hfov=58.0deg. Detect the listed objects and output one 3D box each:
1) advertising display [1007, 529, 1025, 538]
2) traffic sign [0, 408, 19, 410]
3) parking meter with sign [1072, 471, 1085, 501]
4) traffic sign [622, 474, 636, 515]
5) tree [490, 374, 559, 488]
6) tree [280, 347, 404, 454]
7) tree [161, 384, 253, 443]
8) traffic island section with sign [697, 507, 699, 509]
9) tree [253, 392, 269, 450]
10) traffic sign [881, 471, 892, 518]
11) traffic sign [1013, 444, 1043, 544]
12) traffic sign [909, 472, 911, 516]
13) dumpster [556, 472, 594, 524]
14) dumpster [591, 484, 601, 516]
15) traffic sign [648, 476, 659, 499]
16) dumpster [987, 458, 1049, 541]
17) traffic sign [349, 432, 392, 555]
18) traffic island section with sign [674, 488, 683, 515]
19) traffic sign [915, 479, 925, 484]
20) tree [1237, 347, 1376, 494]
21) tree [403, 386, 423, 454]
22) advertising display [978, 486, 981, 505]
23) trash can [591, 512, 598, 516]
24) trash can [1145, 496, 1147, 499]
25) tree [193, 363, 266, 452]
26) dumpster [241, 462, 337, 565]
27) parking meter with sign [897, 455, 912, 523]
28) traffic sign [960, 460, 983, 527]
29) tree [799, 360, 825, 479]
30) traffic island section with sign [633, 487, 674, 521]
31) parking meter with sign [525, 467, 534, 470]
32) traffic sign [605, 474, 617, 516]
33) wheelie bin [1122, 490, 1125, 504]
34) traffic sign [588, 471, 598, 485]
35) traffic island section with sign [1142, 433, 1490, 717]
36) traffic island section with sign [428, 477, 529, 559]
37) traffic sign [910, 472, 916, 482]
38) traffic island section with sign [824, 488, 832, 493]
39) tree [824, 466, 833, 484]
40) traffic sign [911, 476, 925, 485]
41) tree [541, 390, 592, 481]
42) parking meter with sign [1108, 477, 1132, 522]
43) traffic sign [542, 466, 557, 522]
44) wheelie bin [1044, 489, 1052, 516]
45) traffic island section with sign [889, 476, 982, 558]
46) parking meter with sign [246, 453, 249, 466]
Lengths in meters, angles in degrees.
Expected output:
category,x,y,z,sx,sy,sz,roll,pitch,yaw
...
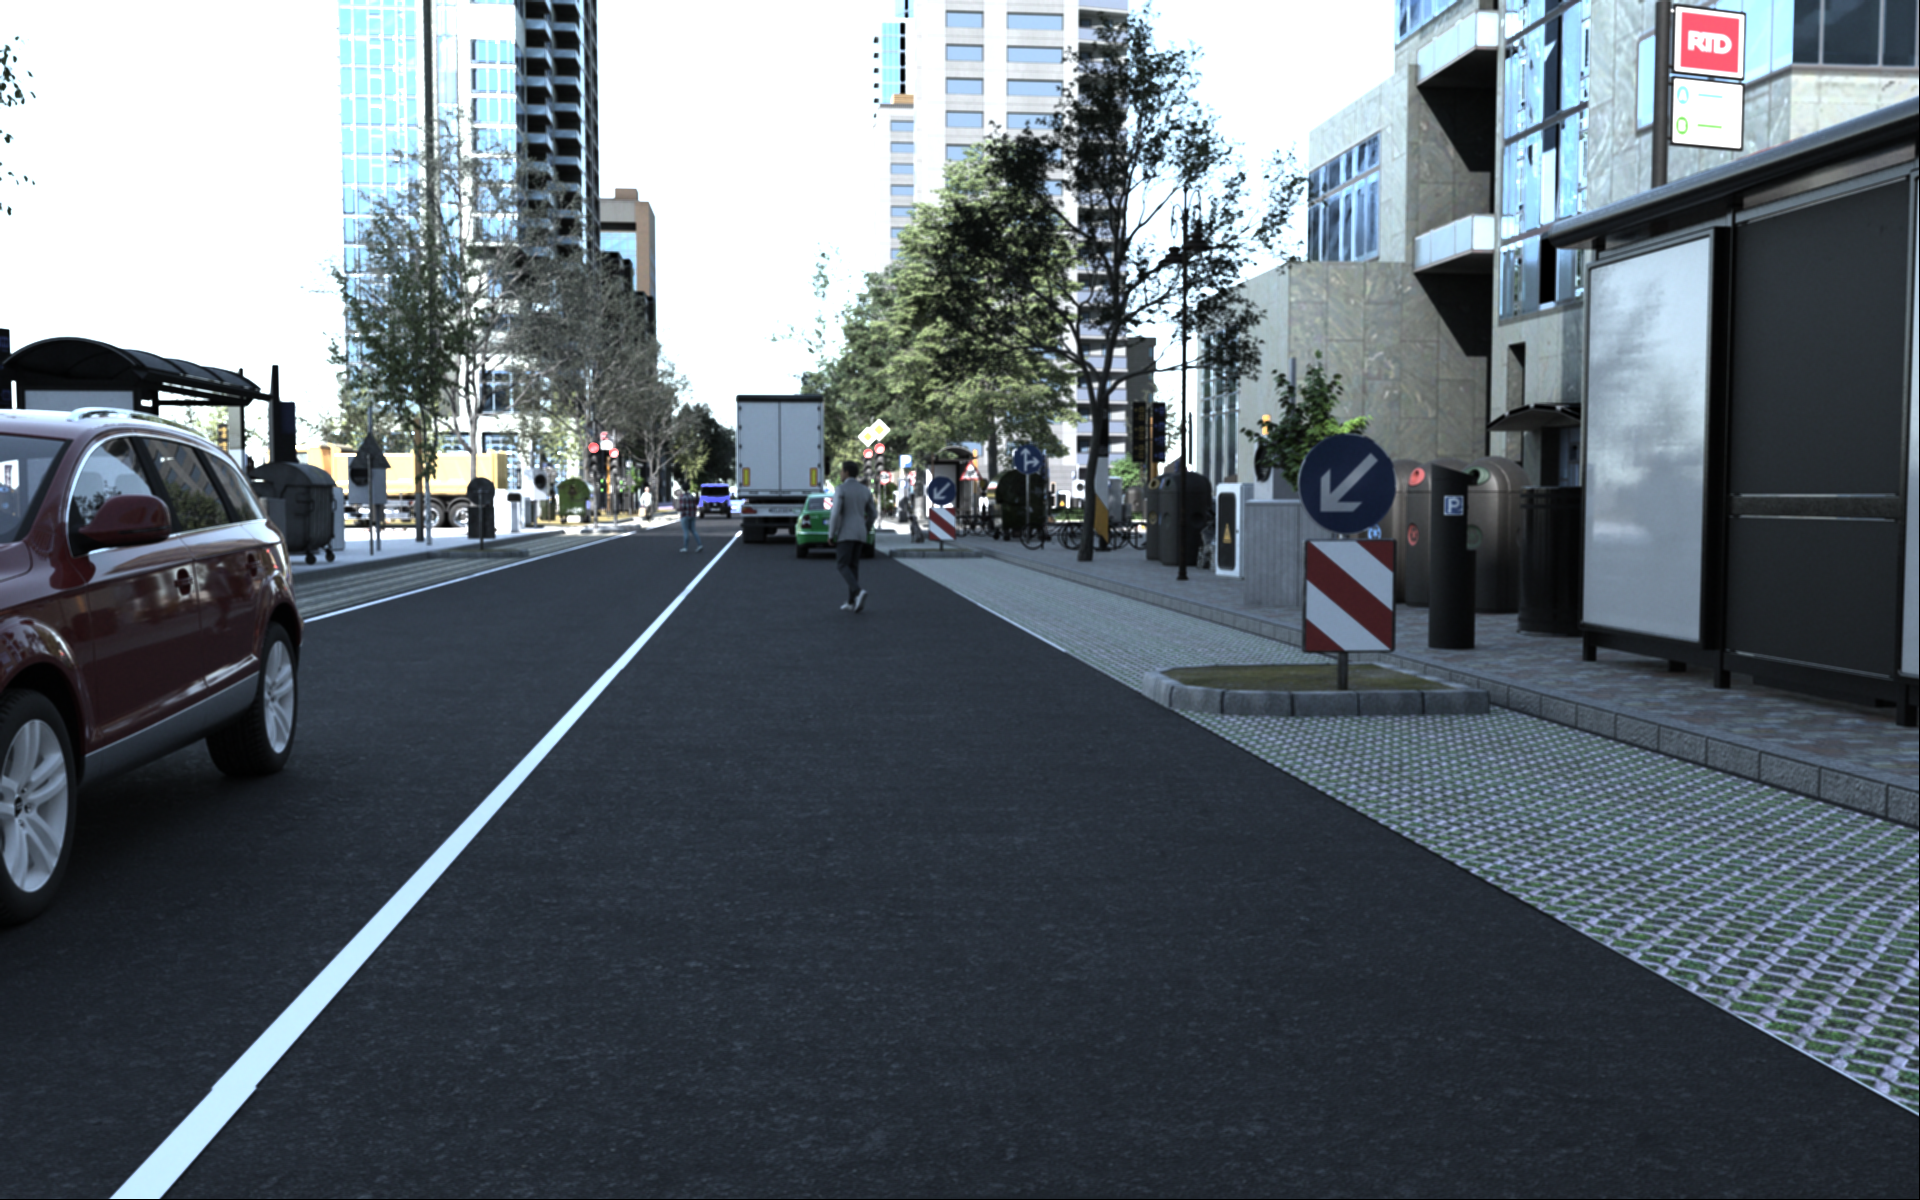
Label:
category,x,y,z,sx,sy,sz,roll,pitch,yaw
advertising display,1.646,-2.763,50.384,0.123,1.923,0.974,2,4,35
traffic sign,-11.498,-1.133,20.648,0.606,2.300,0.079,0,4,-6
parking meter with sign,9.560,-8.392,133.462,1.738,3.016,0.543,-1,4,-15
traffic sign,-20.261,-6.492,106.148,0.884,2.594,0.081,0,4,-5
tree,-24.351,-9.023,97.882,4.360,8.622,3.978,0,3,0
tree,-30.794,-8.271,85.588,4.360,8.622,3.978,0,3,0
tree,-45.907,-9.407,104.161,4.360,8.622,3.978,0,3,0
traffic island section with sign,-24.982,-9.959,171.461,1.989,1.847,2.006,0,4,-6
tree,-48.902,-10.649,124.473,4.360,8.622,3.978,0,3,0
traffic sign,-4.012,-5.646,92.414,0.768,2.556,0.104,0,4,2
traffic sign,1.749,-2.718,44.550,0.768,2.556,0.104,0,4,3
traffic sign,-2.912,-6.215,101.617,0.884,2.594,0.081,0,4,-2
dumpster,-16.839,-4.481,75.753,1.502,2.255,1.985,0,4,-6
dumpster,-21.441,-5.771,100.122,1.264,1.857,1.865,0,4,-6
traffic sign,-21.640,-7.479,122.394,0.768,2.556,0.104,0,4,2
dumpster,1.600,-2.776,47.881,1.502,2.255,1.985,0,4,-6
traffic sign,-12.341,-2.218,36.260,0.884,2.594,0.081,0,4,-3
traffic island section with sign,-19.589,-6.875,121.026,1.989,1.847,2.006,0,4,-6
traffic sign,-2.160,-5.951,97.397,0.768,2.556,0.104,0,4,-1
tree,4.735,-1.733,22.935,1.663,3.219,1.824,0,3,0
tree,-30.912,-8.773,93.806,4.360,8.622,3.978,0,3,0
advertising display,1.524,-7.985,135.767,0.123,1.923,0.974,0,4,5
trash can,-21.567,-5.508,101.703,0.748,1.137,0.748,0,3,0
trash can,12.948,-6.503,117.983,0.748,1.137,0.748,0,3,0
tree,-41.486,-9.025,97.928,4.737,8.622,4.395,0,3,0
dumpster,-12.347,-1.603,31.965,1.264,1.857,1.865,0,4,-6
parking meter with sign,-2.569,-5.028,78.475,0.543,3.016,1.738,-1,4,-9
traffic sign,0.424,-4.011,65.579,0.884,2.594,0.081,0,4,3
tree,-9.847,-15.148,154.317,9.857,13.997,8.962,0,3,0
traffic island section with sign,-16.707,-5.219,93.965,1.989,1.847,2.006,0,4,-6
parking meter with sign,-27.492,-7.070,111.848,0.543,3.016,1.738,0,4,5
traffic sign,-20.091,-6.102,99.866,0.768,2.556,0.104,0,4,2
wheelie bin,12.140,-7.443,129.601,0.980,1.594,0.693,0,4,-1
traffic sign,-20.005,-5.798,94.909,0.768,2.556,0.104,0,4,0
traffic island section with sign,2.333,-0.208,12.025,1.989,1.847,2.006,0,4,-6
traffic island section with sign,-10.839,-1.867,39.158,1.989,1.847,2.006,0,4,-6
traffic sign,-2.530,-6.132,100.357,0.768,2.556,0.104,0,4,-1
traffic island section with sign,-9.469,-6.958,122.387,1.989,1.847,2.006,0,4,-6
tree,-24.131,-22.777,290.526,7.486,12.596,7.792,0,3,0
traffic sign,-2.439,-6.096,99.669,0.884,2.594,0.081,0,4,-1
tree,-26.493,-10.123,115.878,4.737,8.622,4.395,0,3,0
parking meter with sign,6.726,-4.844,75.462,1.738,3.016,0.543,-3,4,-37
traffic sign,-18.852,-4.852,79.437,0.768,2.556,0.104,0,4,2
wheelie bin,5.092,-5.774,102.316,0.693,1.594,0.980,-1,4,-16
traffic island section with sign,-0.592,-1.880,39.369,1.989,1.847,2.006,0,4,-6
parking meter with sign,-31.121,-4.724,73.491,0.543,3.016,1.738,3,4,37
